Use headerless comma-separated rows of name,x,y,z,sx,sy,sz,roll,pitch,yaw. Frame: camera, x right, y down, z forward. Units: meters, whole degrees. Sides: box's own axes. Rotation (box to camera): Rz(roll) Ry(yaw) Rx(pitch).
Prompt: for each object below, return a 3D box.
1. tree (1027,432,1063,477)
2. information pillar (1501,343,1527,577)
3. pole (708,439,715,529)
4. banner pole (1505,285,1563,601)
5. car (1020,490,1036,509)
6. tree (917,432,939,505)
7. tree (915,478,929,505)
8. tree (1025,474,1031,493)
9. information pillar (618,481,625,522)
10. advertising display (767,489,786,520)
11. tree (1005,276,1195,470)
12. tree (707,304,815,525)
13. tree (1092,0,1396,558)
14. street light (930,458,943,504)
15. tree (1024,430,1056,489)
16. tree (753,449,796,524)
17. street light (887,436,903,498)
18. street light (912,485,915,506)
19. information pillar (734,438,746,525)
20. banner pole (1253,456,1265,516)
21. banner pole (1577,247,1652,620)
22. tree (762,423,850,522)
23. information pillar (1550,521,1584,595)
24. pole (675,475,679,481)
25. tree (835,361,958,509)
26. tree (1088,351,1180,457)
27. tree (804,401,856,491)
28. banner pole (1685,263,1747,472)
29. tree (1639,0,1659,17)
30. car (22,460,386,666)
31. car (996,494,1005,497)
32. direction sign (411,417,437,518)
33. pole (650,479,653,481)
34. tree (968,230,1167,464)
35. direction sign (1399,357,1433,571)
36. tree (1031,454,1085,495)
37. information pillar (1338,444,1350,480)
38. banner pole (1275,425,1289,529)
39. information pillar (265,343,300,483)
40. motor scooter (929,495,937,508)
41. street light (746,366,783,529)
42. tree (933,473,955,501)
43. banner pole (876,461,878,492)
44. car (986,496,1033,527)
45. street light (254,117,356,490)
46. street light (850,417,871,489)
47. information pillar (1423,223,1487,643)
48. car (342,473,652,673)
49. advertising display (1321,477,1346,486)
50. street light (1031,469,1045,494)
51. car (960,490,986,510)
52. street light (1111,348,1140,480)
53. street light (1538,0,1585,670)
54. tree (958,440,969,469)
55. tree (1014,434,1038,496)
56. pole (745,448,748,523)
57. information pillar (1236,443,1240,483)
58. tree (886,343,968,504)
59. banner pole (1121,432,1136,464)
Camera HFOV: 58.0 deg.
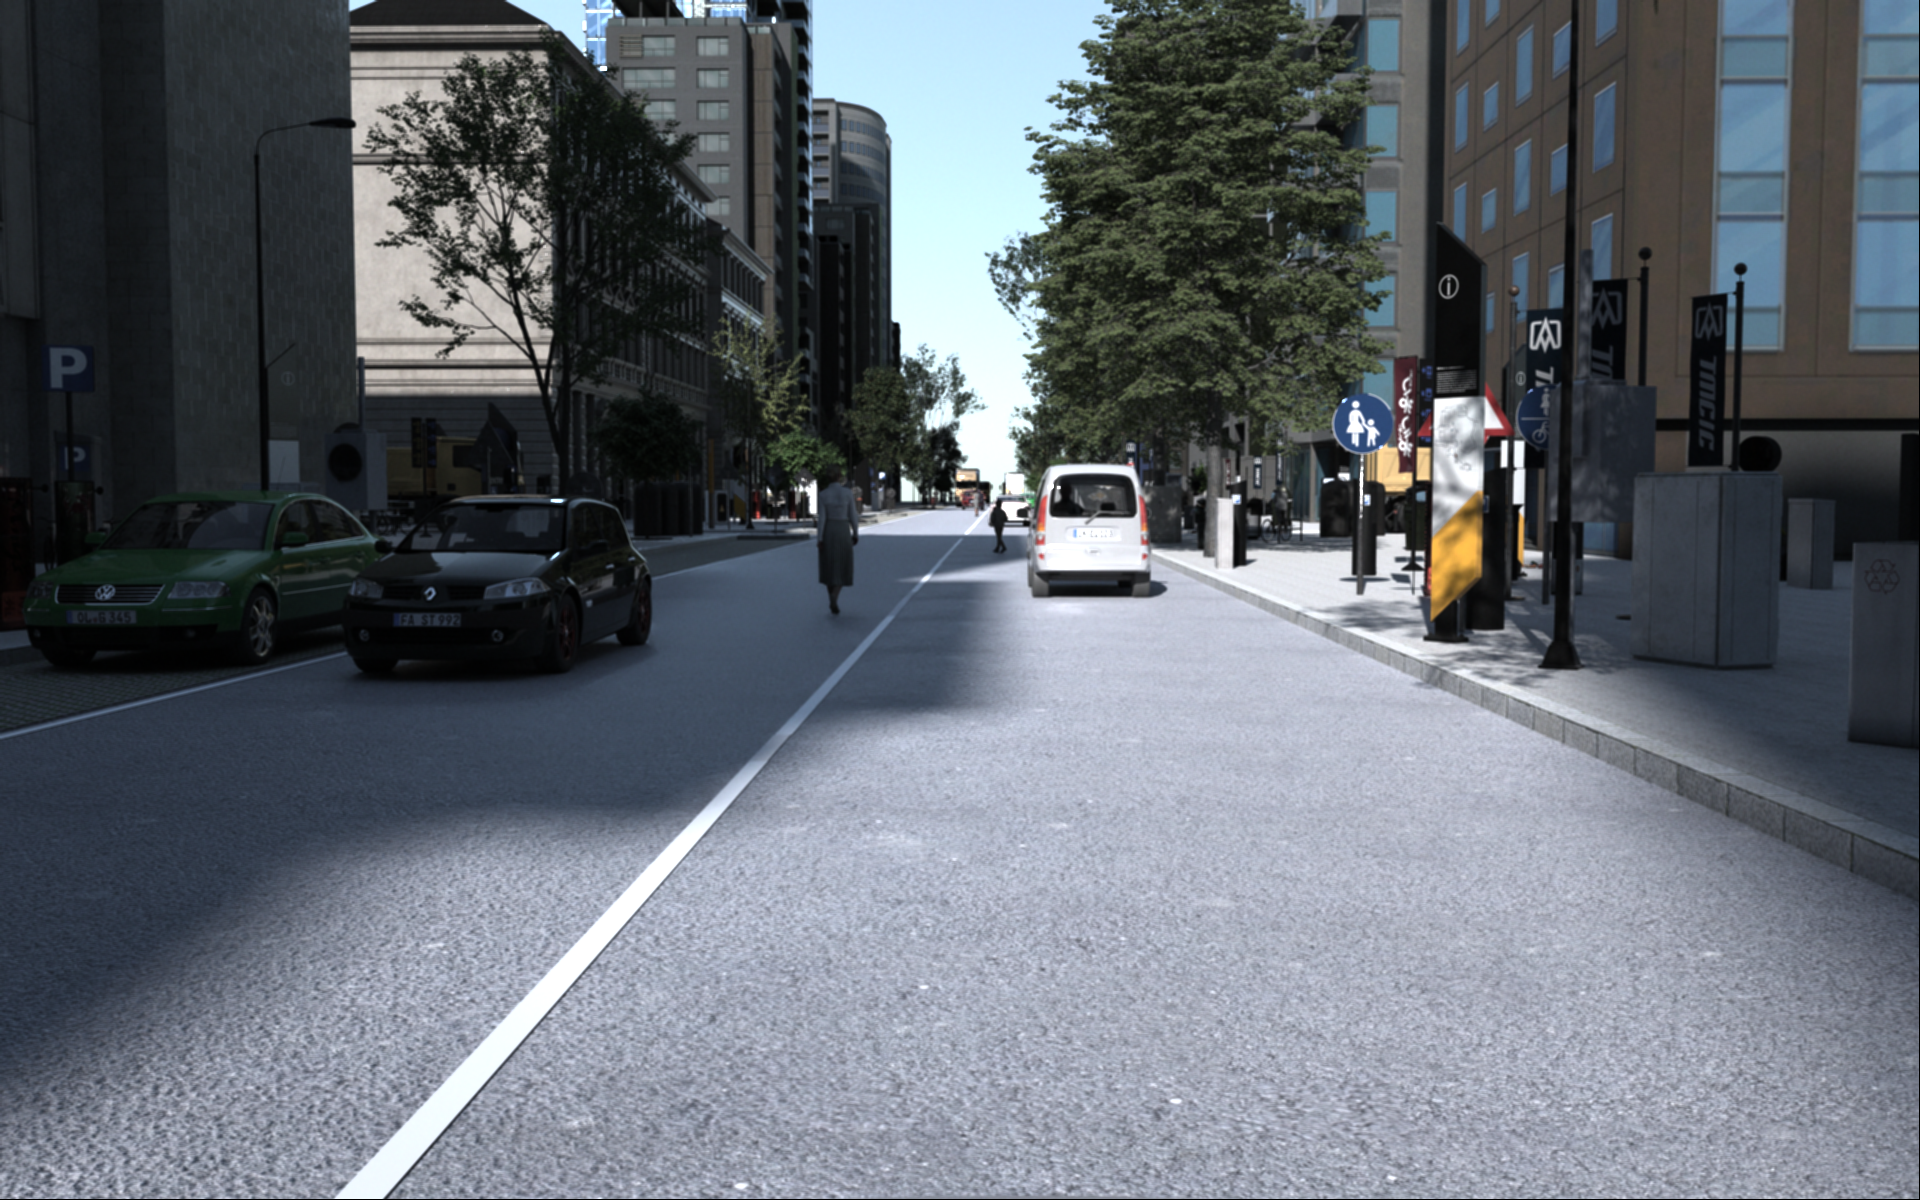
tree,8.039,-12.834,160.201,4.360,8.622,3.978,0,3,0
information pillar,8.579,-2.170,26.827,0.504,3.616,0.183,-2,4,-32
pole,-9.219,-4.303,64.194,0.158,3.312,0.155,0,3,0
banner pole,6.835,-1.880,20.760,0.863,3.779,0.401,3,4,36
car,5.584,-8.201,142.883,1.959,1.807,4.718,0,4,3
tree,-4.520,-14.999,195.598,4.737,8.622,4.395,0,3,0
tree,-4.447,-13.002,207.180,1.663,3.219,1.824,0,3,0
tree,9.417,-11.074,164.770,4.285,4.588,4.351,0,3,0
information pillar,-15.512,-4.582,79.409,0.304,2.012,0.304,0,4,-6
advertising display,-9.251,-5.016,87.228,0.974,1.923,0.123,0,4,0
tree,7.273,-10.415,87.300,9.611,12.733,9.660,0,3,0
tree,-8.186,-7.219,68.393,4.737,8.622,4.395,0,3,0
tree,4.754,-7.148,35.002,7.486,12.596,7.792,0,3,0
street light,-3.174,-15.316,222.949,1.470,5.913,1.316,0,4,1
tree,9.200,-14.479,187.099,4.737,8.622,4.395,0,3,0
tree,-7.747,-4.853,73.950,1.663,3.219,1.824,0,3,0
street light,-5.262,-10.210,139.469,1.470,5.913,1.316,0,4,1
street light,-4.298,-12.744,180.901,1.470,5.913,1.316,0,4,1
information pillar,-9.194,-4.955,72.374,0.504,3.616,0.183,0,4,-6
banner pole,17.285,-6.705,99.650,0.863,3.779,0.401,0,4,5
banner pole,6.748,-1.699,17.788,0.863,3.779,0.401,2,4,30
tree,-7.561,-5.875,79.771,4.285,4.588,4.351,0,3,0
information pillar,7.722,-1.071,21.998,0.304,2.012,0.304,3,5,45
pole,-14.645,-5.862,89.692,0.158,3.312,0.155,0,3,0
tree,-6.615,-14.215,149.421,9.611,12.733,9.660,0,3,0
tree,7.484,-7.576,74.222,4.360,8.622,3.978,0,3,0
tree,-10.334,-11.390,136.595,4.360,8.622,3.978,0,3,0
banner pole,8.353,-1.777,19.078,0.401,3.779,0.863,-2,4,-26
tree,5.007,-4.345,5.457,8.767,10.594,7.601,-2,4,-31
car,-6.666,-0.427,15.782,1.959,1.807,4.718,0,4,0
car,6.637,-15.626,267.288,2.131,1.459,4.920,0,4,3
direction sign,-15.923,-3.640,51.515,0.379,3.537,0.876,2,4,34
pole,-11.700,-4.400,65.784,0.158,3.312,0.155,0,3,0
tree,8.203,-15.557,110.251,12.611,20.169,13.585,0,3,0
direction sign,7.597,-2.259,28.938,0.876,3.537,0.379,-3,4,-38
tree,7.961,-8.816,127.858,4.285,4.588,4.351,0,3,0
information pillar,15.131,-4.702,68.224,0.504,3.616,0.183,-1,4,-19
banner pole,11.730,-4.469,63.084,0.401,3.779,0.863,-2,4,-23
information pillar,-10.467,-2.169,26.822,0.183,3.616,0.504,3,5,44
motor scooter,-2.718,-9.962,175.650,0.815,1.314,1.986,0,4,3
street light,-7.110,-5.529,62.934,1.470,5.913,1.316,0,4,1
tree,-2.357,-18.721,289.806,4.285,4.588,4.351,0,3,0
banner pole,-6.327,-8.690,132.096,0.401,3.779,0.863,0,4,-2
car,2.226,-3.973,77.313,2.083,1.381,4.827,0,4,0
street light,-8.142,-2.995,21.515,1.470,5.913,1.316,0,4,1
street light,-6.022,-8.045,104.081,1.470,5.913,1.316,0,4,1
information pillar,4.273,-1.439,14.883,0.183,3.616,0.504,-3,4,-36
car,-3.919,-0.328,15.148,2.009,1.686,4.222,0,4,3
advertising display,14.364,-3.757,66.640,0.974,1.923,0.123,-1,4,-13
street light,7.885,-12.254,172.891,1.470,5.913,1.316,0,4,1
car,1.184,-9.158,158.401,2.281,1.827,5.304,0,3,0
street light,5.033,-4.993,54.177,1.470,5.913,1.316,0,4,1
street light,3.903,-2.453,12.640,1.470,5.913,1.316,0,4,1
tree,-3.036,-22.296,281.554,9.611,12.733,9.660,0,3,0
tree,11.998,-21.103,270.782,9.928,11.665,9.643,0,3,0
pole,-9.591,-5.109,77.379,0.158,3.312,0.155,0,3,0
information pillar,12.689,-5.370,79.150,0.183,3.616,0.504,0,4,-5
tree,-3.657,-21.940,214.605,12.611,20.169,13.585,0,3,0
banner pole,6.790,-4.910,70.296,0.863,3.779,0.401,-2,4,-26
